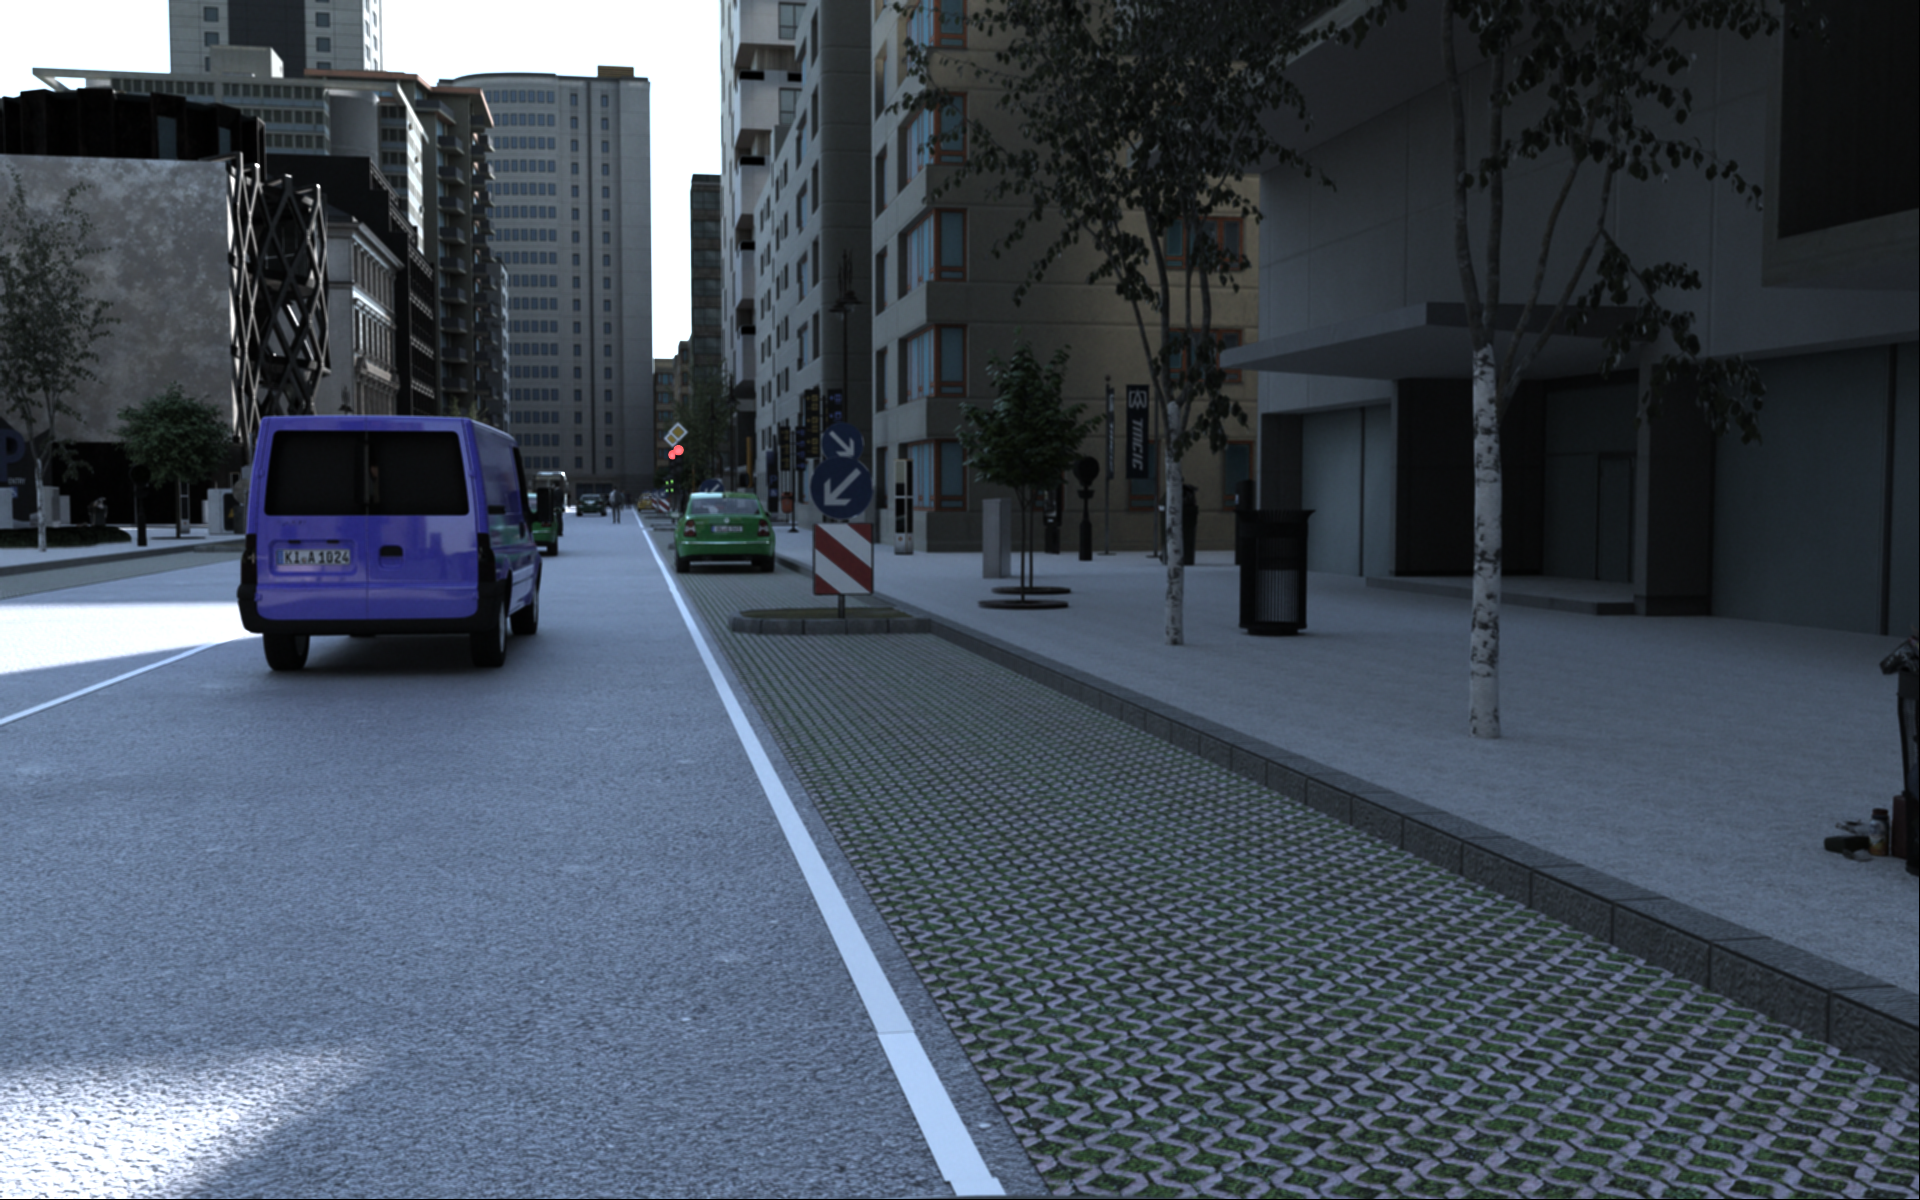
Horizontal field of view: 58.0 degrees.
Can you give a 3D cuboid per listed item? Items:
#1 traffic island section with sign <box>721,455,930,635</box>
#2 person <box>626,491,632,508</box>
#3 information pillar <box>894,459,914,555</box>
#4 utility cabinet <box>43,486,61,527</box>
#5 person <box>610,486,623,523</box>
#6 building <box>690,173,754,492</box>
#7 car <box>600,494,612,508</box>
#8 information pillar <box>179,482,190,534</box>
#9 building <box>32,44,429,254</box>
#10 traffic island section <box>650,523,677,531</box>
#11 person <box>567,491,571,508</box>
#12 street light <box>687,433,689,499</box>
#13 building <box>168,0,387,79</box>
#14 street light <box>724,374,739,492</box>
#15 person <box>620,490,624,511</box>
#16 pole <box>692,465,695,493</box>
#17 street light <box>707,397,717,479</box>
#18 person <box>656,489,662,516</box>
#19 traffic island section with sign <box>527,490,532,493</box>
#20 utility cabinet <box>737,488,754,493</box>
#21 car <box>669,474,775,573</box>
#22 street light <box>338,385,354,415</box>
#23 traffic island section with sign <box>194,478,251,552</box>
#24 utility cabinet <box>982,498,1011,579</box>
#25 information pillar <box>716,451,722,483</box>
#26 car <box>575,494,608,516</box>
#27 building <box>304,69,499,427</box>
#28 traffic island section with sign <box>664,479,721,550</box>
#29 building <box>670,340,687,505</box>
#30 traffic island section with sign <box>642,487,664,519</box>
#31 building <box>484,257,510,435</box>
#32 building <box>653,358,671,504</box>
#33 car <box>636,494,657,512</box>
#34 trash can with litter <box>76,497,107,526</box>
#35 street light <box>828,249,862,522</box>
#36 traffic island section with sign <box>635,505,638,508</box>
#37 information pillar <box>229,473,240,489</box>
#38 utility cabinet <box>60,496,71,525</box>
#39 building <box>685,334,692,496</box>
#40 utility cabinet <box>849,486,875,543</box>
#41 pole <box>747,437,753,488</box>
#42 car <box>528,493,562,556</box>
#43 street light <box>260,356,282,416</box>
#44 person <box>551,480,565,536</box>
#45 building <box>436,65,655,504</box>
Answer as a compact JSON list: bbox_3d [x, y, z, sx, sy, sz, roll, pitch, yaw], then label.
[{"bbox_3d":[-1.455,-0.601,18.455,1.989,1.847,2.006,-1,4,-11],"label":"traffic island section with sign"},{"bbox_3d":[-32.856,-9.983,172.166,0.568,1.767,0.683,2,4,27],"label":"person"},{"bbox_3d":[-1.188,-1.968,36.676,0.304,2.012,0.304,2,4,29],"label":"information pillar"},{"bbox_3d":[-26.070,-2.508,49.680,0.318,1.500,1.173,-1,4,-18],"label":"utility cabinet"},{"bbox_3d":[-16.948,-4.701,85.468,0.679,1.850,0.850,-1,4,-20],"label":"person"},{"bbox_3d":[-17.791,-23.730,159.686,14.160,30.474,14.107,-1,4,-11],"label":"building"},{"bbox_3d":[-37.614,-10.591,182.952,2.009,1.686,4.222,-1,4,-12],"label":"car"},{"bbox_3d":[-25.204,-3.161,56.172,0.304,2.012,0.304,-3,5,-43],"label":"information pillar"},{"bbox_3d":[-61.323,-28.309,154.725,32.217,40.220,23.993,-1,4,-11],"label":"building"},{"bbox_3d":[-12.443,-3.246,75.353,2.009,0.180,2.903,-1,4,-11],"label":"traffic island section"},{"bbox_3d":[-41.134,-10.549,181.801,0.721,1.723,1.217,-2,4,-35],"label":"person"},{"bbox_3d":[-18.233,-8.748,115.811,0.468,5.910,1.993,-1,4,-11],"label":"street light"},{"bbox_3d":[-78.510,-46.746,202.549,20.611,71.187,20.563,-1,4,-11],"label":"building"},{"bbox_3d":[-8.812,-5.755,66.885,0.468,5.910,1.993,-1,4,-11],"label":"street light"},{"bbox_3d":[-28.090,-8.265,143.974,0.444,1.785,0.601,1,4,17],"label":"person"},{"bbox_3d":[-18.347,-7.680,119.404,0.158,3.312,0.155,0,3,0],"label":"pole"},{"bbox_3d":[-11.790,-6.714,82.562,0.468,5.910,1.993,-1,4,-11],"label":"street light"},{"bbox_3d":[-18.595,-6.018,107.468,0.480,1.755,0.524,0,4,3],"label":"person"},{"bbox_3d":[-42.962,-10.061,173.119,1.989,1.847,2.006,-1,4,-11],"label":"traffic island section with sign"},{"bbox_3d":[-7.349,-3.091,59.221,0.318,1.500,1.173,0,4,7],"label":"utility cabinet"},{"bbox_3d":[-4.510,-1.469,32.816,1.959,1.807,4.718,-1,4,-10],"label":"car"},{"bbox_3d":[-26.101,-6.174,73.740,0.468,5.910,1.993,-1,4,-11],"label":"street light"},{"bbox_3d":[-17.887,-2.121,43.302,1.989,1.847,2.006,-1,4,-11],"label":"traffic island section with sign"},{"bbox_3d":[0.565,-0.954,26.759,0.306,1.237,1.020,1,4,10],"label":"utility cabinet"},{"bbox_3d":[-12.921,-6.217,93.007,0.183,3.616,0.504,-3,4,-38],"label":"information pillar"},{"bbox_3d":[-24.071,-6.200,113.161,2.131,1.459,4.920,-1,4,-9],"label":"car"},{"bbox_3d":[-60.570,-32.243,181.797,22.147,44.769,28.867,-1,4,-11],"label":"building"},{"bbox_3d":[-6.598,-2.231,45.109,1.989,1.847,2.006,-1,4,-11],"label":"traffic island section with sign"},{"bbox_3d":[-20.572,-22.397,211.226,27.650,21.520,28.899,-1,4,-11],"label":"building"},{"bbox_3d":[-17.191,-5.581,99.884,1.989,1.847,2.006,-1,4,-11],"label":"traffic island section with sign"},{"bbox_3d":[-62.108,-26.832,210.402,14.107,30.474,14.160,-1,4,-11],"label":"building"},{"bbox_3d":[-29.305,-24.720,249.208,28.899,21.520,27.650,-1,4,-11],"label":"building"},{"bbox_3d":[-24.966,-7.862,138.767,2.015,1.641,3.980,-1,4,-11],"label":"car"},{"bbox_3d":[-29.942,-2.950,59.617,1.055,1.170,0.624,0,4,-7],"label":"trash can with litter"},{"bbox_3d":[-2.169,-3.671,32.816,0.468,5.910,1.993,-1,4,-11],"label":"street light"},{"bbox_3d":[-31.749,-10.192,175.268,1.989,1.847,2.006,-1,4,-11],"label":"traffic island section with sign"},{"bbox_3d":[-24.908,-3.367,59.536,0.304,2.012,0.304,-2,4,-32],"label":"information pillar"},{"bbox_3d":[-37.597,-3.723,72.033,1.020,1.237,0.306,-2,4,-34],"label":"utility cabinet"},{"bbox_3d":[-14.083,-20.642,182.531,27.650,21.520,28.899,-1,4,-11],"label":"building"},{"bbox_3d":[-2.578,-2.236,45.233,0.318,1.500,1.173,-2,4,-25],"label":"utility cabinet"},{"bbox_3d":[-7.493,-4.153,61.746,0.158,3.312,0.155,0,3,0],"label":"pole"},{"bbox_3d":[-10.541,-1.999,41.473,1.959,1.807,4.718,-1,4,-13],"label":"car"},{"bbox_3d":[-23.089,-5.221,58.150,0.468,5.910,1.993,-1,4,-11],"label":"street light"},{"bbox_3d":[-13.764,-3.130,59.044,0.474,1.900,0.648,0,4,-2],"label":"person"},{"bbox_3d":[-56.956,-42.678,239.780,28.212,58.520,21.231,-1,4,-11],"label":"building"}]
